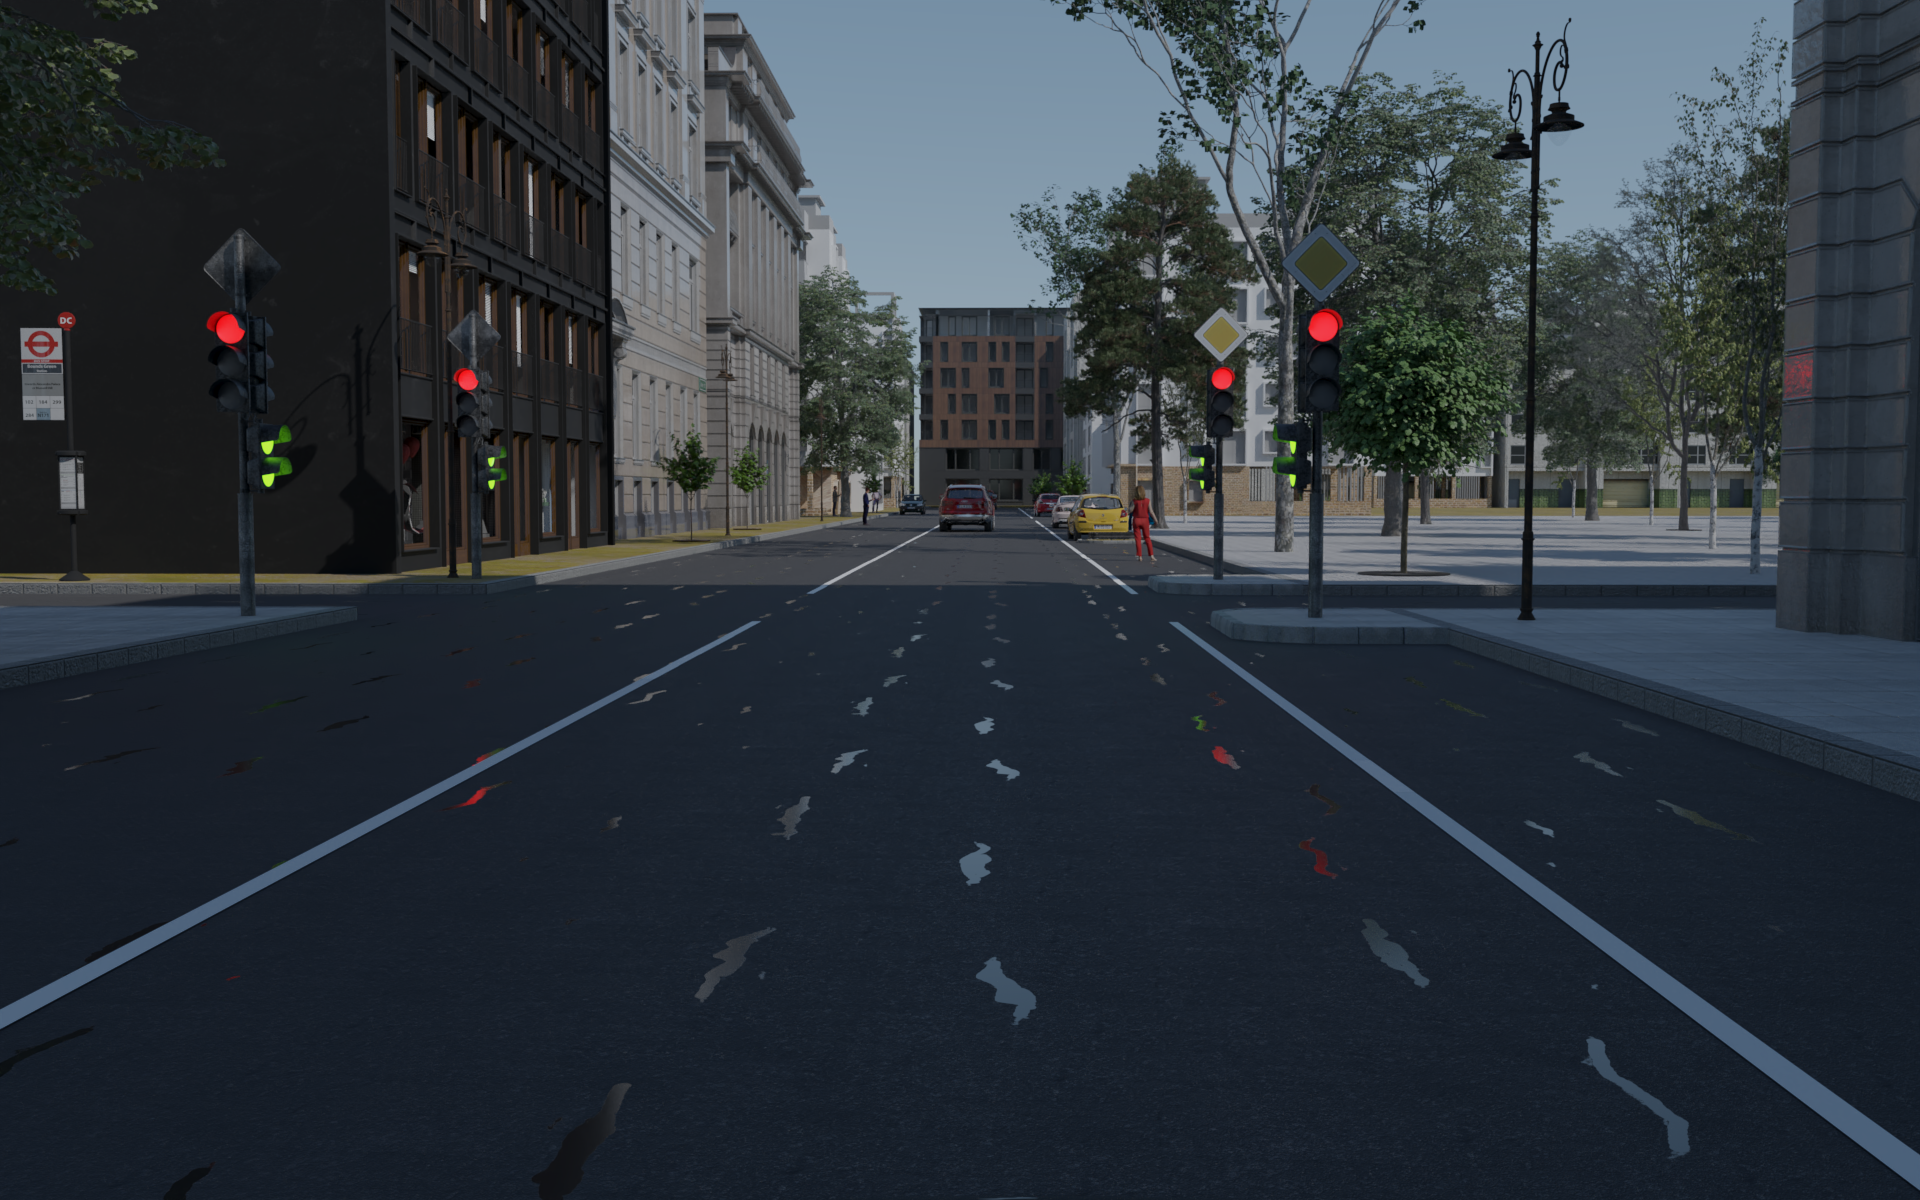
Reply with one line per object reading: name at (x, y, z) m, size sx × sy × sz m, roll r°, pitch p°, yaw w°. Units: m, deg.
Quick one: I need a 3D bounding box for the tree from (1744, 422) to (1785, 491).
tree at (44.788, -7.500, 85.530) m, size 11.467 × 7.101 × 20.602 m, roll 0°, pitch 4°, yaw -5°

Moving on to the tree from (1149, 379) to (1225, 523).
tree at (10.070, -7.710, 76.419) m, size 4.360 × 8.622 × 3.978 m, roll 0°, pitch 3°, yaw 0°

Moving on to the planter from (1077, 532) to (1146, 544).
planter at (4.469, -1.836, 51.155) m, size 1.991 × 0.319 × 1.994 m, roll 0°, pitch 4°, yaw 1°

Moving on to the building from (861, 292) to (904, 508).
building at (-11.351, -19.104, 168.767) m, size 11.380 × 20.091 × 16.016 m, roll 0°, pitch 4°, yaw 1°

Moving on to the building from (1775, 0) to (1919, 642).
building at (13.450, -9.942, 4.356) m, size 13.314 × 21.916 × 24.055 m, roll 0°, pitch 4°, yaw 1°

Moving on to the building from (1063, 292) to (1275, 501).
building at (18.544, -17.967, 160.223) m, size 16.747 × 18.905 × 31.486 m, roll 0°, pitch 4°, yaw 1°

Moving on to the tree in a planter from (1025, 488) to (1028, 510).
tree in a planter at (6.827, -9.627, 154.626) m, size 1.991 × 3.239 × 1.994 m, roll 0°, pitch 4°, yaw 1°

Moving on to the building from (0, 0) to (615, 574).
building at (-14.992, -12.562, 35.062) m, size 12.332 × 23.373 × 15.834 m, roll 0°, pitch 4°, yaw 1°

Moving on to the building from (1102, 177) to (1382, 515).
building at (17.114, -15.454, 109.091) m, size 16.016 × 20.091 × 11.380 m, roll 0°, pitch 4°, yaw 1°

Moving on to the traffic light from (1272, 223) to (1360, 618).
traffic light at (3.675, -1.752, 17.896) m, size 0.839 × 4.213 × 0.868 m, roll 0°, pitch 4°, yaw 1°

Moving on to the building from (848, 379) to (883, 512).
building at (-10.574, -12.068, 139.464) m, size 9.099 × 9.664 × 28.070 m, roll 0°, pitch 4°, yaw 1°

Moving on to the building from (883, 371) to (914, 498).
building at (-21.273, -20.063, 194.480) m, size 31.486 × 18.905 × 16.747 m, roll 0°, pitch 4°, yaw 1°

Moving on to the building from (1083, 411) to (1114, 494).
building at (14.339, -11.514, 130.401) m, size 9.099 × 9.664 × 28.070 m, roll 0°, pitch 4°, yaw 1°

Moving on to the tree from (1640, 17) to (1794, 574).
tree at (13.065, -4.727, 27.657) m, size 4.360 × 8.622 × 3.978 m, roll 0°, pitch 3°, yaw 0°

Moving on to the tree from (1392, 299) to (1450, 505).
tree at (15.979, -6.834, 62.104) m, size 4.360 × 8.622 × 3.978 m, roll 0°, pitch 3°, yaw 0°

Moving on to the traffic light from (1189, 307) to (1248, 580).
traffic light at (3.857, -2.241, 25.879) m, size 0.839 × 4.213 × 0.868 m, roll 0°, pitch 4°, yaw 1°

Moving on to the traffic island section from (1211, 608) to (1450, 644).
traffic island section at (3.715, 0.261, 18.008) m, size 2.009 × 0.180 × 2.903 m, roll 0°, pitch 4°, yaw 1°

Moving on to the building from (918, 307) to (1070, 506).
building at (11.994, -21.785, 200.156) m, size 32.646 × 21.610 × 27.936 m, roll 0°, pitch 4°, yaw 1°

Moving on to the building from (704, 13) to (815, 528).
building at (-14.241, -14.315, 75.848) m, size 13.314 × 21.916 × 24.055 m, roll 0°, pitch 4°, yaw 1°

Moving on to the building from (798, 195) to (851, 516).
building at (-15.491, -15.379, 107.868) m, size 16.016 × 20.091 × 11.380 m, roll 0°, pitch 4°, yaw 1°

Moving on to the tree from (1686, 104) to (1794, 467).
tree at (23.818, -7.717, 48.228) m, size 6.751 × 12.117 × 7.091 m, roll 0°, pitch 3°, yaw 0°

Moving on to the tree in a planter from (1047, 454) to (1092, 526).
tree in a planter at (5.080, -4.941, 78.003) m, size 1.991 × 3.239 × 1.994 m, roll 0°, pitch 4°, yaw 1°

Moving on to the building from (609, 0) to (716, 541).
building at (-15.556, -16.328, 52.861) m, size 13.634 × 28.700 × 20.117 m, roll 0°, pitch 4°, yaw 1°

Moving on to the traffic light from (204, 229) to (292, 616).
traffic light at (-7.484, -1.767, 18.134) m, size 0.839 × 4.213 × 0.868 m, roll 0°, pitch 4°, yaw 1°

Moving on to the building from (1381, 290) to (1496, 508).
building at (43.931, -19.025, 167.483) m, size 11.380 × 20.091 × 16.016 m, roll 0°, pitch 4°, yaw 1°

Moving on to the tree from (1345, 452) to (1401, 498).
tree at (24.302, -9.854, 95.530) m, size 8.767 × 10.594 × 7.601 m, roll 0°, pitch 4°, yaw 5°

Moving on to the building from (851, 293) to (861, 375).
building at (-15.516, -16.094, 119.564) m, size 16.016 × 20.091 × 11.380 m, roll 0°, pitch 4°, yaw 1°

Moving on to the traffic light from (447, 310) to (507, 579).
traffic light at (-7.302, -2.255, 26.117) m, size 0.839 × 4.213 × 0.868 m, roll 0°, pitch 4°, yaw 1°

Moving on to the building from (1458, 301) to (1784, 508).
building at (66.053, -18.369, 166.797) m, size 31.486 × 18.905 × 16.747 m, roll 0°, pitch 4°, yaw 1°

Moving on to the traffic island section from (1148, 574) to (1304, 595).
traffic island section at (3.896, -0.227, 25.991) m, size 2.009 × 0.180 × 2.903 m, roll 0°, pitch 4°, yaw 1°

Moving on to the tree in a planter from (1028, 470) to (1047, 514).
tree in a planter at (6.221, -7.980, 127.690) m, size 1.991 × 3.239 × 1.994 m, roll 0°, pitch 4°, yaw 1°

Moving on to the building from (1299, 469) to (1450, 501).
building at (43.906, -19.980, 193.129) m, size 31.486 × 18.905 × 16.747 m, roll 0°, pitch 4°, yaw 1°
